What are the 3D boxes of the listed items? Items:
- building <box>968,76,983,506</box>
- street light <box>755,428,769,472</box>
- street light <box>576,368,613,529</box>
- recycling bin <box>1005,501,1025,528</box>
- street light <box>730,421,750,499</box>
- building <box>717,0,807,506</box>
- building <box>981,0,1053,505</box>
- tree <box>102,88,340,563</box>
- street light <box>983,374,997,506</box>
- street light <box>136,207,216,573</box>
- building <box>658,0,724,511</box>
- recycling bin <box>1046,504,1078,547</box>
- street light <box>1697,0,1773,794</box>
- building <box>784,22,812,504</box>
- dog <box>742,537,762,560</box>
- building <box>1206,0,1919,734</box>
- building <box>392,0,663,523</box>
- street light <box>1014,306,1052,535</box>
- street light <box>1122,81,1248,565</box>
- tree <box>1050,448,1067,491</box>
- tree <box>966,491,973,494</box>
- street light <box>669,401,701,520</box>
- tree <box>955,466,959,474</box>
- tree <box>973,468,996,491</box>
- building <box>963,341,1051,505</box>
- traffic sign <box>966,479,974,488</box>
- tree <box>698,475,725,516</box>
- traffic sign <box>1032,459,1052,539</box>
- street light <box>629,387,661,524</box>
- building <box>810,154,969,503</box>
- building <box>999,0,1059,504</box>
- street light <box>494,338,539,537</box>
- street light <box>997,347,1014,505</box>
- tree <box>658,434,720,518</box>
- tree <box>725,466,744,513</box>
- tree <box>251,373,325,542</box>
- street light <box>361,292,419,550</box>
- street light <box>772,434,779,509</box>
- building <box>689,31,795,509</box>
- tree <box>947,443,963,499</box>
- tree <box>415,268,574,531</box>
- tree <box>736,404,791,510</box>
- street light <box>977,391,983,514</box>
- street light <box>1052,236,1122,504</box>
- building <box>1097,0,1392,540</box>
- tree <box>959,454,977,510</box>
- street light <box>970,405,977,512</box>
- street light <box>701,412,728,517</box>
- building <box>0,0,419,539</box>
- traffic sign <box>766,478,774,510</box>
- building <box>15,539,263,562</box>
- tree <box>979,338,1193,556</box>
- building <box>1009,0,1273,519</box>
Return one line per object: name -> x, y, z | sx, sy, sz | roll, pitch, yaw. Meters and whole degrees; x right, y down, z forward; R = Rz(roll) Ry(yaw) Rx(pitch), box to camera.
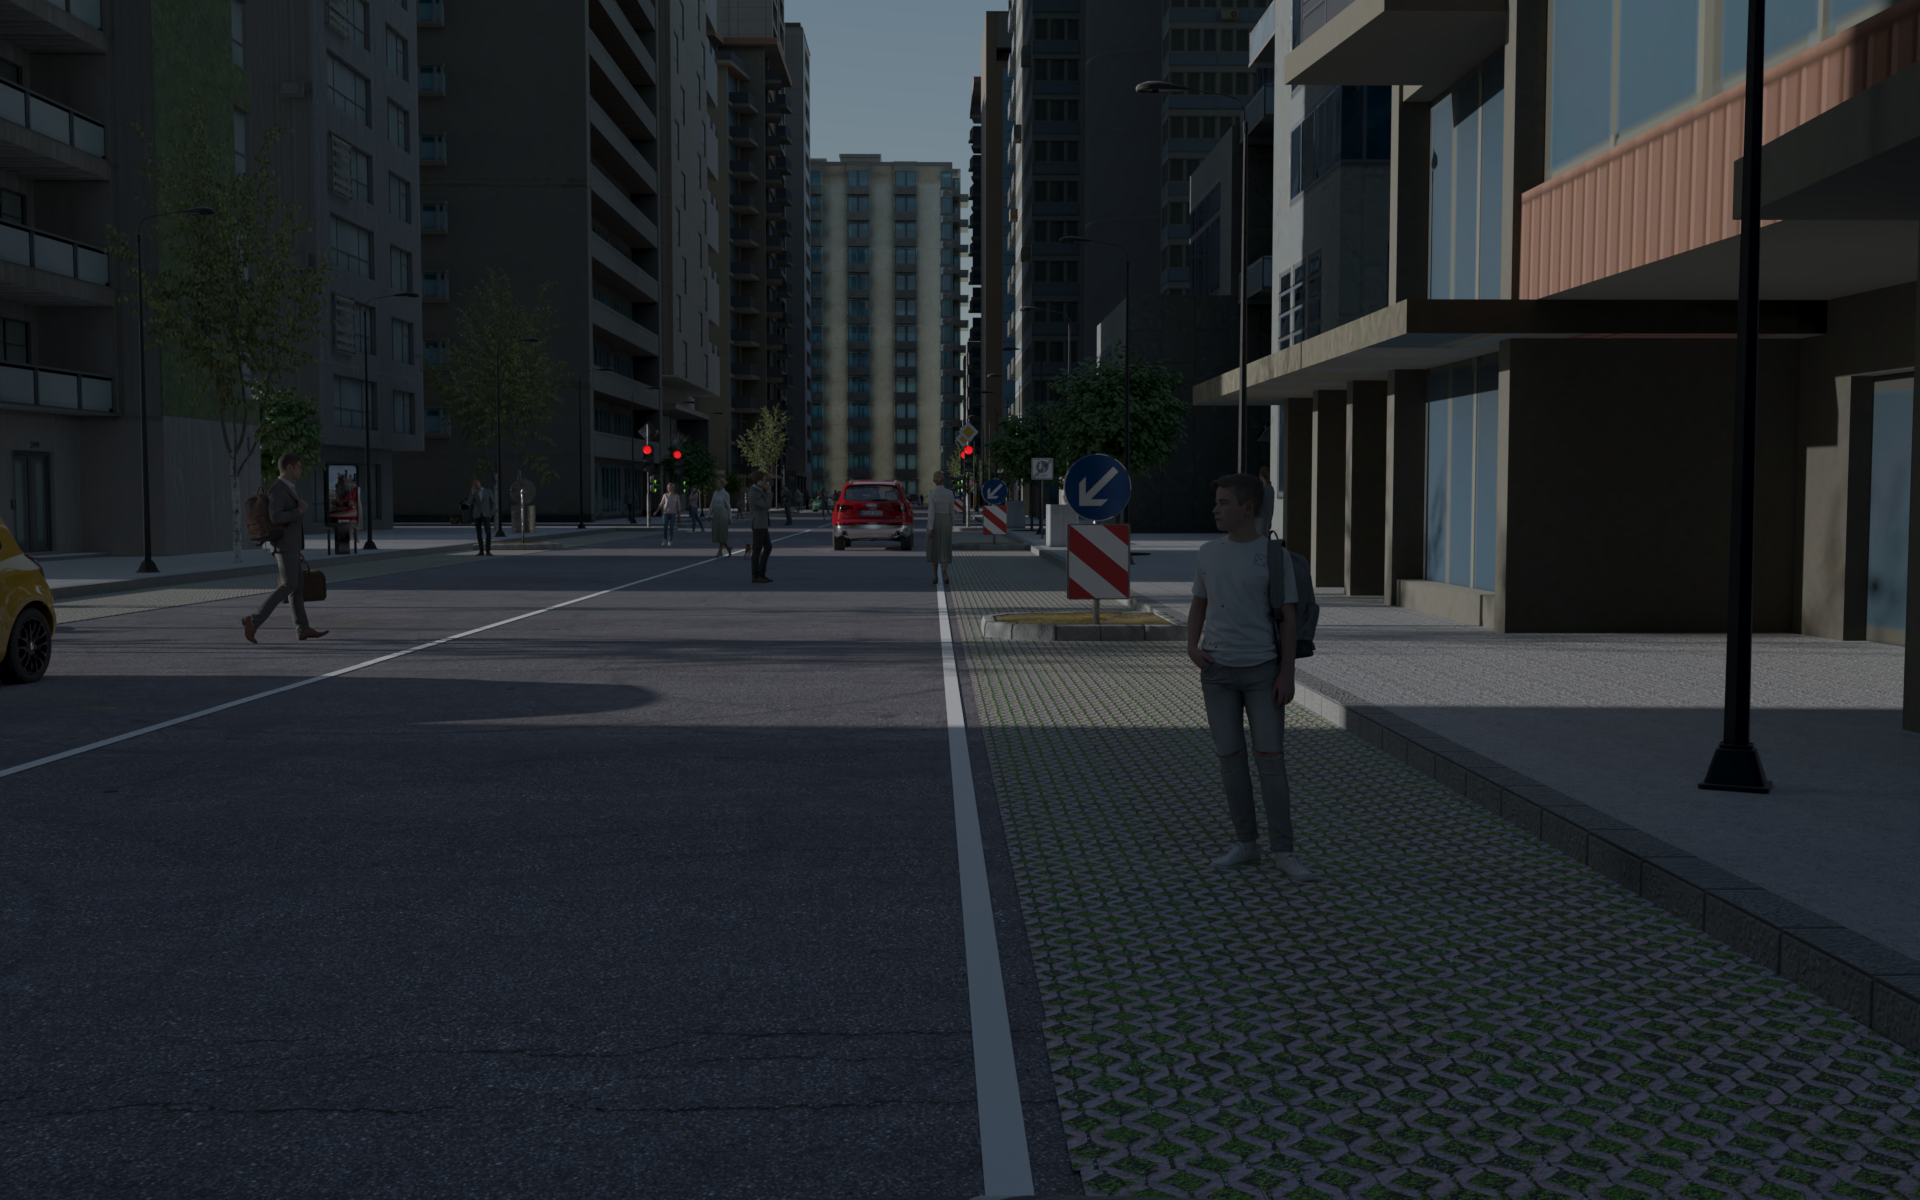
building -> 12.053, -32.188, 180.901 | 22.147, 44.769, 28.867 | 0, 4, -1
street light -> -14.470, -9.157, 122.253 | 1.470, 5.913, 1.316 | 0, 4, -1
street light -> -13.426, -5.579, 63.752 | 1.470, 5.913, 1.316 | 0, 4, -1
recycling bin -> 2.074, -3.200, 64.868 | 0.722, 1.027, 0.722 | 0, 4, 0
street light -> -14.287, -8.427, 110.322 | 1.470, 5.913, 1.316 | 0, 4, -1
building -> -27.379, -45.873, 188.276 | 20.563, 71.187, 20.611 | 0, 4, -1
building -> 9.042, -31.145, 159.335 | 14.600, 45.320, 14.200 | 0, 4, -1
tree -> -13.396, -4.983, 31.835 | 4.737, 8.622, 4.395 | 0, 3, 0
street light -> 1.766, -5.784, 67.110 | 1.470, 5.913, 1.316 | 0, 4, -1
street light -> -12.747, -3.403, 28.172 | 1.470, 5.913, 1.316 | 0, 4, -1
building -> -31.342, -32.390, 118.815 | 28.713, 52.752, 27.495 | 0, 4, -1
recycling bin -> 2.486, -1.811, 42.172 | 0.722, 1.027, 0.722 | 0, 4, -2
street light -> 2.853, -2.132, 7.400 | 1.470, 5.913, 1.316 | 0, 4, -1
building -> -32.728, -41.078, 213.621 | 28.212, 58.520, 21.231 | 0, 4, -1
dog -> -4.538, -1.148, 38.056 | 0.406, 0.507, 0.540 | 0, 4, 3
building -> 14.680, -21.877, 12.320 | 22.147, 44.769, 28.867 | 0, 4, -1
building -> -27.366, -28.307, 86.522 | 21.300, 48.544, 21.600 | 0, 4, -1
street light -> 2.172, -4.312, 43.043 | 1.470, 5.913, 1.316 | 0, 4, -1
street light -> 2.681, -2.883, 19.677 | 1.470, 5.913, 1.316 | 0, 4, -1
tree -> 3.757, -3.811, 56.905 | 1.663, 3.219, 1.824 | 0, 3, 0
tree -> 0.683, -9.915, 156.708 | 1.663, 3.219, 1.824 | 0, 3, 0
street light -> -13.921, -6.979, 86.645 | 1.470, 5.913, 1.316 | 0, 4, -1
tree -> 1.278, -9.759, 143.273 | 4.285, 4.588, 4.351 | 0, 3, 0
tree -> 2.172, -7.419, 115.909 | 1.663, 3.219, 1.824 | 0, 3, 0
building -> 14.409, -22.379, 210.939 | 27.650, 21.520, 28.899 | 0, 4, -1
traffic sign -> 0.738, -8.645, 141.450 | 0.768, 2.556, 0.104 | 0, 4, 6
tree -> -15.203, -6.603, 102.556 | 1.663, 3.219, 1.824 | 0, 3, 0
traffic sign -> 2.349, -2.895, 49.456 | 0.606, 2.300, 0.079 | 0, 4, 7
street light -> -13.627, -6.265, 74.982 | 1.470, 5.913, 1.316 | 0, 4, -1
building -> -14.104, -38.336, 246.404 | 30.456, 49.044, 23.786 | 0, 4, -1
building -> 15.117, -31.380, 132.677 | 23.786, 49.044, 30.456 | 0, 4, -1
street light -> -13.207, -4.836, 51.615 | 1.470, 5.913, 1.316 | 0, 4, -1
street light -> 2.016, -5.026, 54.708 | 1.470, 5.913, 1.316 | 0, 4, -1
tree -> -14.826, -6.796, 94.824 | 4.285, 4.588, 4.351 | 0, 3, 0
tree -> -15.717, -7.618, 119.149 | 1.663, 3.219, 1.824 | 0, 3, 0
tree -> -18.900, -3.888, 47.283 | 4.285, 4.588, 4.351 | 0, 3, 0
street light -> -13.130, -4.123, 39.948 | 1.470, 5.913, 1.316 | 0, 4, -1
street light -> -14.718, -9.870, 133.916 | 1.470, 5.913, 1.316 | 0, 4, -1
building -> -27.462, -31.178, 164.385 | 22.147, 44.769, 28.867 | 0, 4, -1
tree -> 0.250, -16.977, 227.942 | 4.737, 8.622, 4.395 | 0, 3, 0
tree -> -14.334, -6.455, 55.896 | 4.737, 8.622, 4.395 | 0, 3, 0
tree -> -15.655, -11.623, 140.400 | 4.737, 8.622, 4.395 | 0, 3, 0
street light -> 1.615, -6.453, 78.045 | 1.470, 5.913, 1.316 | 0, 4, -1
street light -> 2.486, -3.599, 31.381 | 1.470, 5.913, 1.316 | 0, 4, -1
building -> 16.685, -45.032, 48.949 | 22.319, 86.520, 31.000 | 0, 4, -1
tree -> 2.477, -4.685, 60.308 | 4.285, 4.588, 4.351 | 0, 3, 0
street light -> 1.384, -7.199, 90.246 | 1.470, 5.913, 1.316 | 0, 4, -1
street light -> -14.113, -7.692, 98.309 | 1.470, 5.913, 1.316 | 0, 4, -1
building -> -26.655, -22.952, 58.853 | 14.086, 41.232, 14.154 | 0, 4, -1
traffic sign -> -14.969, -8.280, 135.476 | 0.768, 2.556, 0.104 | 0, 4, 2
building -> -23.299, -21.342, 32.535 | 14.154, 41.232, 14.086 | 0, 4, -1
tree -> 3.244, -3.228, 36.493 | 4.285, 4.588, 4.351 | 0, 3, 0
building -> 15.053, -24.561, 93.447 | 23.993, 40.220, 32.217 | 0, 4, -1
